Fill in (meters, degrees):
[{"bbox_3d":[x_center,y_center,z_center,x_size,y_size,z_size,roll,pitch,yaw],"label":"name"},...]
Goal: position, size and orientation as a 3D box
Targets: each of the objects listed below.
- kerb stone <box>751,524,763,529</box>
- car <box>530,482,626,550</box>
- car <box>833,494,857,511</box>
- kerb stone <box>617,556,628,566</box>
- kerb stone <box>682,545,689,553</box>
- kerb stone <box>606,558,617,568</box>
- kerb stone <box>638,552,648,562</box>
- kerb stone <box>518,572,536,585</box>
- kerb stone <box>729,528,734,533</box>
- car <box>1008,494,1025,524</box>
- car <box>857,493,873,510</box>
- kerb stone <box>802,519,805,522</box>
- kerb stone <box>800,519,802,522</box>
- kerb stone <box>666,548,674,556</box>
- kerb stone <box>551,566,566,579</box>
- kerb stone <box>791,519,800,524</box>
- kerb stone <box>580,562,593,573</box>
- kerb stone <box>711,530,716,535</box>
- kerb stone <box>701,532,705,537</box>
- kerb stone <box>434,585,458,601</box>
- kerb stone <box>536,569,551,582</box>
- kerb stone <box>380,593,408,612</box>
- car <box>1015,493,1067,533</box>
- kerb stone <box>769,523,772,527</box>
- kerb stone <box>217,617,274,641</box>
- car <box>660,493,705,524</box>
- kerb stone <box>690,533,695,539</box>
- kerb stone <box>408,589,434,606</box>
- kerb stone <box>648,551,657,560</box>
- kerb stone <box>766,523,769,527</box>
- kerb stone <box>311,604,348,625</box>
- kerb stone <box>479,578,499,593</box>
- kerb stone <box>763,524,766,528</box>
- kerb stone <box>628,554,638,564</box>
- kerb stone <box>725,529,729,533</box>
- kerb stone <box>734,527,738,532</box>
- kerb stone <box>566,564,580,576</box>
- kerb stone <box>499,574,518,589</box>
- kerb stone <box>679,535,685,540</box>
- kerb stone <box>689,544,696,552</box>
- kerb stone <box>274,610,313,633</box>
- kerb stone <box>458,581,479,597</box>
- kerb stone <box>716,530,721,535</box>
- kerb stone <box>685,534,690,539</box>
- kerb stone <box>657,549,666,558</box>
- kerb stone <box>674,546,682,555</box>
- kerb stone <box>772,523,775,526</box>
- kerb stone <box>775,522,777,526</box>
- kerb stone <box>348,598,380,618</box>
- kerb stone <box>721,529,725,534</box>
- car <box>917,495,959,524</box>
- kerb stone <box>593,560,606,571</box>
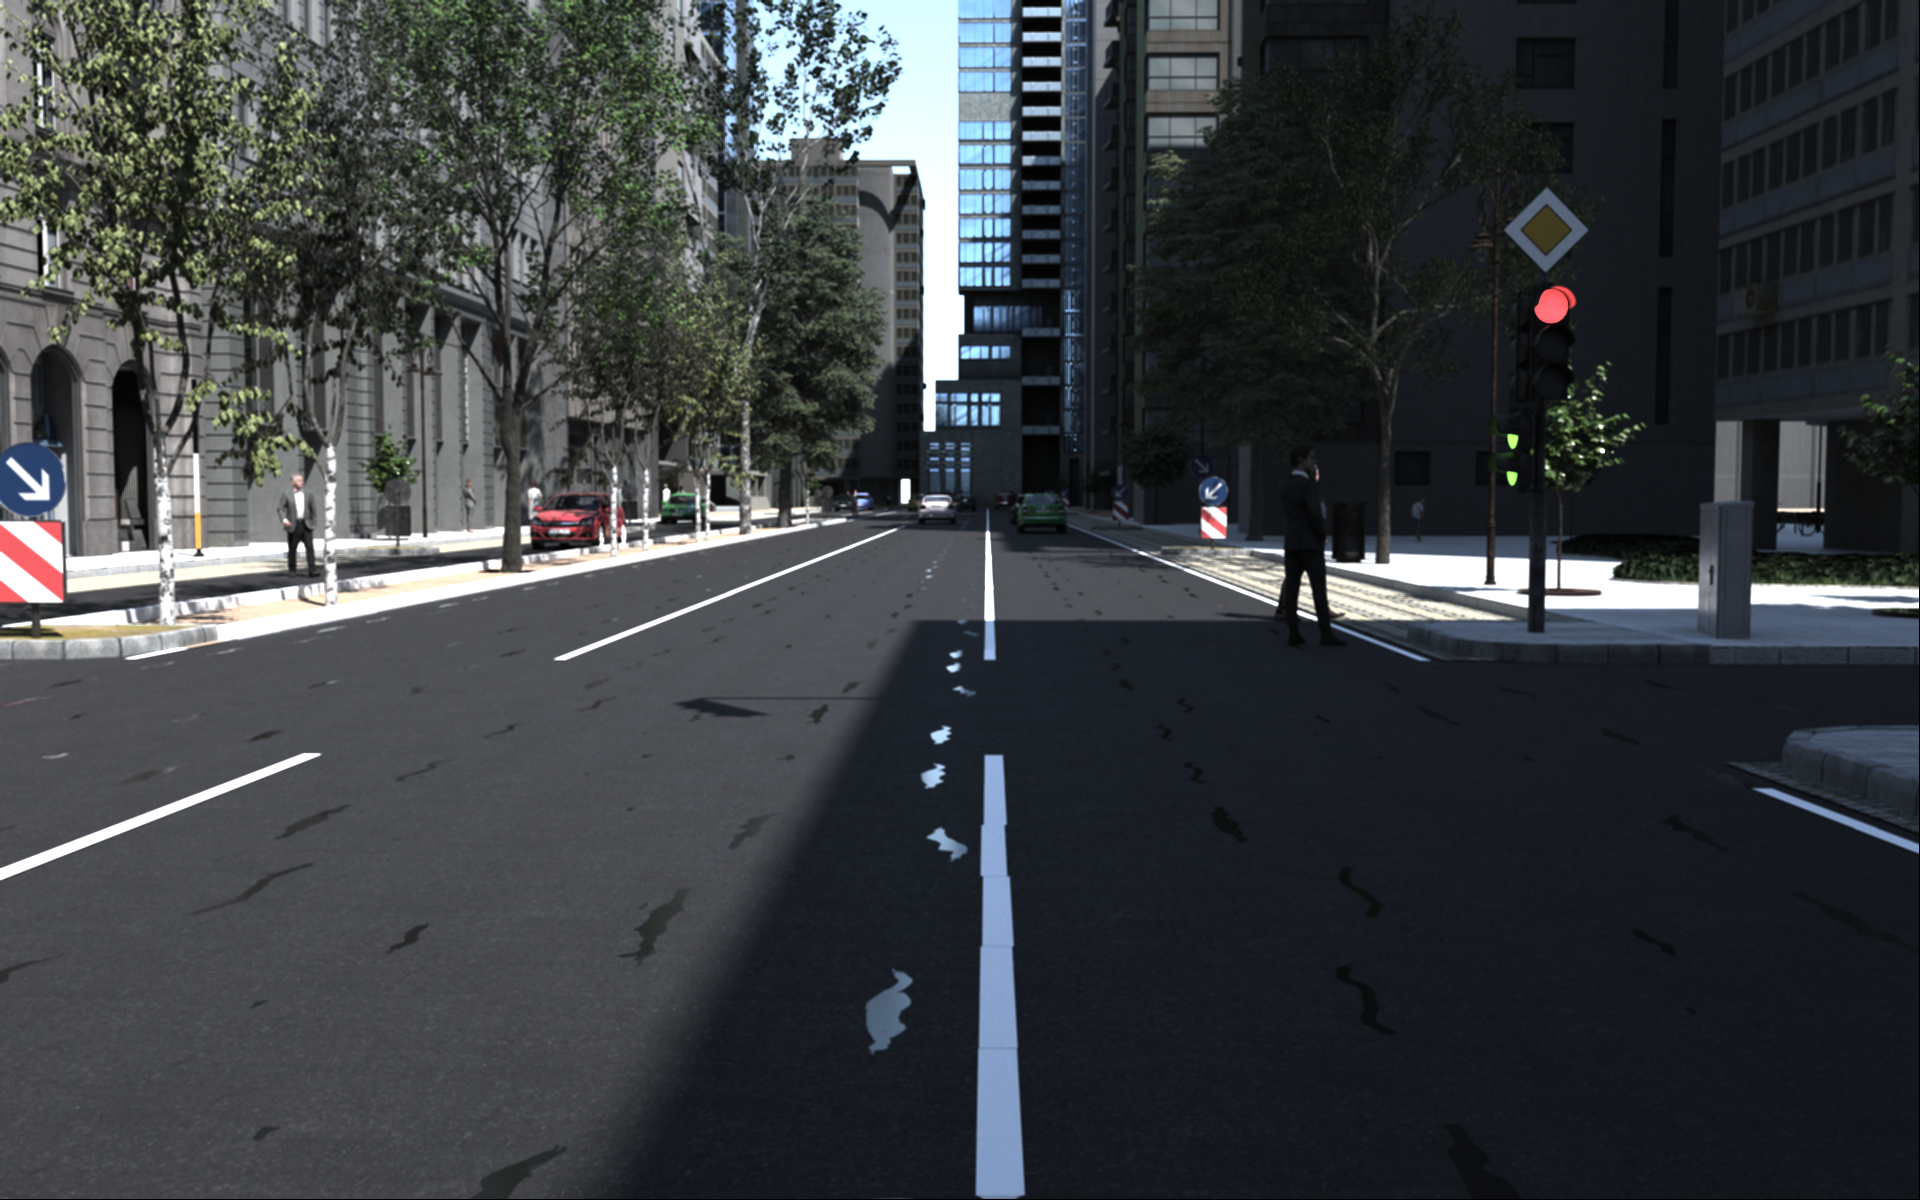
[{"bbox_3d":[-8.406,-3.030,71.733,0.120,0.150,1.000,0,4,1],"label":"kerb stone"},{"bbox_3d":[-10.114,-2.262,46.018,2.155,1.783,4.494,0,4,1],"label":"car"},{"bbox_3d":[-9.513,-8.202,143.887,2.009,1.686,4.222,0,4,2],"label":"car"},{"bbox_3d":[-6.884,-0.767,34.785,0.120,0.150,1.000,0,4,1],"label":"kerb stone"},{"bbox_3d":[-6.771,-1.208,41.963,0.120,0.150,1.000,0,4,1],"label":"kerb stone"},{"bbox_3d":[-6.904,-0.701,33.763,0.120,0.150,1.000,0,4,1],"label":"kerb stone"},{"bbox_3d":[-6.858,-0.895,36.834,0.120,0.150,1.000,0,4,1],"label":"kerb stone"},{"bbox_3d":[-7.001,-0.332,27.617,0.120,0.150,1.000,0,4,1],"label":"kerb stone"},{"bbox_3d":[-8.533,-2.529,63.545,0.120,0.150,1.000,0,4,1],"label":"kerb stone"},{"bbox_3d":[3.338,-4.496,83.299,2.009,1.686,4.222,0,4,-1],"label":"car"},{"bbox_3d":[-8.631,-8.760,152.820,1.945,1.707,3.694,0,4,3],"label":"car"},{"bbox_3d":[-8.151,-4.030,88.128,0.120,0.150,1.000,0,4,1],"label":"kerb stone"},{"bbox_3d":[-8.167,-3.961,87.101,0.120,0.150,1.000,0,4,1],"label":"kerb stone"},{"bbox_3d":[-6.806,-1.083,39.909,0.120,0.150,1.000,0,4,1],"label":"kerb stone"},{"bbox_3d":[-6.967,-0.457,29.672,0.120,0.150,1.000,0,4,1],"label":"kerb stone"},{"bbox_3d":[-8.179,-3.905,86.079,0.120,0.150,1.000,0,4,1],"label":"kerb stone"},{"bbox_3d":[-6.938,-0.582,31.718,0.120,0.150,1.000,0,4,1],"label":"kerb stone"},{"bbox_3d":[-8.605,-2.276,59.435,0.120,0.150,1.000,0,4,1],"label":"kerb stone"},{"bbox_3d":[-8.629,-2.153,57.390,0.120,0.150,1.000,0,4,1],"label":"kerb stone"},{"bbox_3d":[-7.066,-0.079,23.502,0.120,0.150,1.000,0,4,1],"label":"kerb stone"},{"bbox_3d":[-6.987,-0.389,28.639,0.120,0.150,1.000,0,4,1],"label":"kerb stone"},{"bbox_3d":[-7.096,0.046,21.449,0.120,0.150,1.000,0,4,1],"label":"kerb stone"},{"bbox_3d":[3.028,-3.418,64.682,1.959,1.807,4.718,0,4,1],"label":"car"},{"bbox_3d":[-8.361,-3.218,74.804,0.120,0.150,1.000,0,4,1],"label":"kerb stone"},{"bbox_3d":[-7.159,0.297,17.335,0.120,0.150,1.000,0,4,1],"label":"kerb stone"},{"bbox_3d":[-13.148,-4.526,82.789,1.959,1.807,4.718,0,4,1],"label":"car"},{"bbox_3d":[-8.662,-2.026,55.345,0.120,0.150,1.000,0,4,1],"label":"kerb stone"},{"bbox_3d":[-7.086,-0.017,22.474,0.120,0.150,1.000,0,4,1],"label":"kerb stone"},{"bbox_3d":[-6.837,-0.955,37.856,0.120,0.150,1.000,0,4,1],"label":"kerb stone"},{"bbox_3d":[-8.370,-3.155,73.777,0.120,0.150,1.000,0,4,1],"label":"kerb stone"},{"bbox_3d":[-7.126,0.171,19.398,0.120,0.150,1.000,0,4,1],"label":"kerb stone"},{"bbox_3d":[-7.036,-0.203,25.558,0.120,0.150,1.000,0,4,1],"label":"kerb stone"},{"bbox_3d":[-8.389,-3.090,72.755,0.120,0.150,1.000,0,4,1],"label":"kerb stone"},{"bbox_3d":[-6.876,-0.826,35.807,0.120,0.150,1.000,0,4,1],"label":"kerb stone"},{"bbox_3d":[-8.554,-2.465,62.515,0.120,0.150,1.000,0,4,1],"label":"kerb stone"},{"bbox_3d":[-8.519,-2.592,64.567,0.120,0.150,1.000,0,4,1],"label":"kerb stone"},{"bbox_3d":[-6.957,-0.517,30.696,0.120,0.150,1.000,0,4,1],"label":"kerb stone"},{"bbox_3d":[-7.015,-0.263,26.586,0.120,0.150,1.000,0,4,1],"label":"kerb stone"},{"bbox_3d":[-8.691,-1.902,53.295,0.120,0.150,1.000,0,4,1],"label":"kerb stone"},{"bbox_3d":[-6.758,-1.272,42.985,0.120,0.150,1.000,0,4,1],"label":"kerb stone"},{"bbox_3d":[-7.144,0.242,18.364,0.120,0.150,1.000,0,4,1],"label":"kerb stone"},{"bbox_3d":[-7.051,-0.143,24.536,0.120,0.150,1.000,0,4,1],"label":"kerb stone"},{"bbox_3d":[-8.580,-2.341,60.463,0.120,0.150,1.000,0,4,1],"label":"kerb stone"},{"bbox_3d":[-8.678,-1.965,54.317,0.120,0.150,1.000,0,4,1],"label":"kerb stone"},{"bbox_3d":[-6.818,-1.021,38.886,0.120,0.150,1.000,0,4,1],"label":"kerb stone"},{"bbox_3d":[-6.790,-1.146,40.940,0.120,0.150,1.000,0,4,1],"label":"kerb stone"},{"bbox_3d":[-8.343,-3.281,75.833,0.120,0.150,1.000,0,4,1],"label":"kerb stone"},{"bbox_3d":[-8.327,-3.343,76.857,0.120,0.150,1.000,0,4,1],"label":"kerb stone"},{"bbox_3d":[-7.109,0.108,20.423,0.120,0.150,1.000,0,4,1],"label":"kerb stone"},{"bbox_3d":[-8.566,-2.403,61.488,0.120,0.150,1.000,0,4,1],"label":"kerb stone"},{"bbox_3d":[-1.101,-4.461,85.291,2.083,1.381,4.827,0,4,0],"label":"car"},{"bbox_3d":[-6.920,-0.644,32.740,0.120,0.150,1.000,0,4,1],"label":"kerb stone"}]
